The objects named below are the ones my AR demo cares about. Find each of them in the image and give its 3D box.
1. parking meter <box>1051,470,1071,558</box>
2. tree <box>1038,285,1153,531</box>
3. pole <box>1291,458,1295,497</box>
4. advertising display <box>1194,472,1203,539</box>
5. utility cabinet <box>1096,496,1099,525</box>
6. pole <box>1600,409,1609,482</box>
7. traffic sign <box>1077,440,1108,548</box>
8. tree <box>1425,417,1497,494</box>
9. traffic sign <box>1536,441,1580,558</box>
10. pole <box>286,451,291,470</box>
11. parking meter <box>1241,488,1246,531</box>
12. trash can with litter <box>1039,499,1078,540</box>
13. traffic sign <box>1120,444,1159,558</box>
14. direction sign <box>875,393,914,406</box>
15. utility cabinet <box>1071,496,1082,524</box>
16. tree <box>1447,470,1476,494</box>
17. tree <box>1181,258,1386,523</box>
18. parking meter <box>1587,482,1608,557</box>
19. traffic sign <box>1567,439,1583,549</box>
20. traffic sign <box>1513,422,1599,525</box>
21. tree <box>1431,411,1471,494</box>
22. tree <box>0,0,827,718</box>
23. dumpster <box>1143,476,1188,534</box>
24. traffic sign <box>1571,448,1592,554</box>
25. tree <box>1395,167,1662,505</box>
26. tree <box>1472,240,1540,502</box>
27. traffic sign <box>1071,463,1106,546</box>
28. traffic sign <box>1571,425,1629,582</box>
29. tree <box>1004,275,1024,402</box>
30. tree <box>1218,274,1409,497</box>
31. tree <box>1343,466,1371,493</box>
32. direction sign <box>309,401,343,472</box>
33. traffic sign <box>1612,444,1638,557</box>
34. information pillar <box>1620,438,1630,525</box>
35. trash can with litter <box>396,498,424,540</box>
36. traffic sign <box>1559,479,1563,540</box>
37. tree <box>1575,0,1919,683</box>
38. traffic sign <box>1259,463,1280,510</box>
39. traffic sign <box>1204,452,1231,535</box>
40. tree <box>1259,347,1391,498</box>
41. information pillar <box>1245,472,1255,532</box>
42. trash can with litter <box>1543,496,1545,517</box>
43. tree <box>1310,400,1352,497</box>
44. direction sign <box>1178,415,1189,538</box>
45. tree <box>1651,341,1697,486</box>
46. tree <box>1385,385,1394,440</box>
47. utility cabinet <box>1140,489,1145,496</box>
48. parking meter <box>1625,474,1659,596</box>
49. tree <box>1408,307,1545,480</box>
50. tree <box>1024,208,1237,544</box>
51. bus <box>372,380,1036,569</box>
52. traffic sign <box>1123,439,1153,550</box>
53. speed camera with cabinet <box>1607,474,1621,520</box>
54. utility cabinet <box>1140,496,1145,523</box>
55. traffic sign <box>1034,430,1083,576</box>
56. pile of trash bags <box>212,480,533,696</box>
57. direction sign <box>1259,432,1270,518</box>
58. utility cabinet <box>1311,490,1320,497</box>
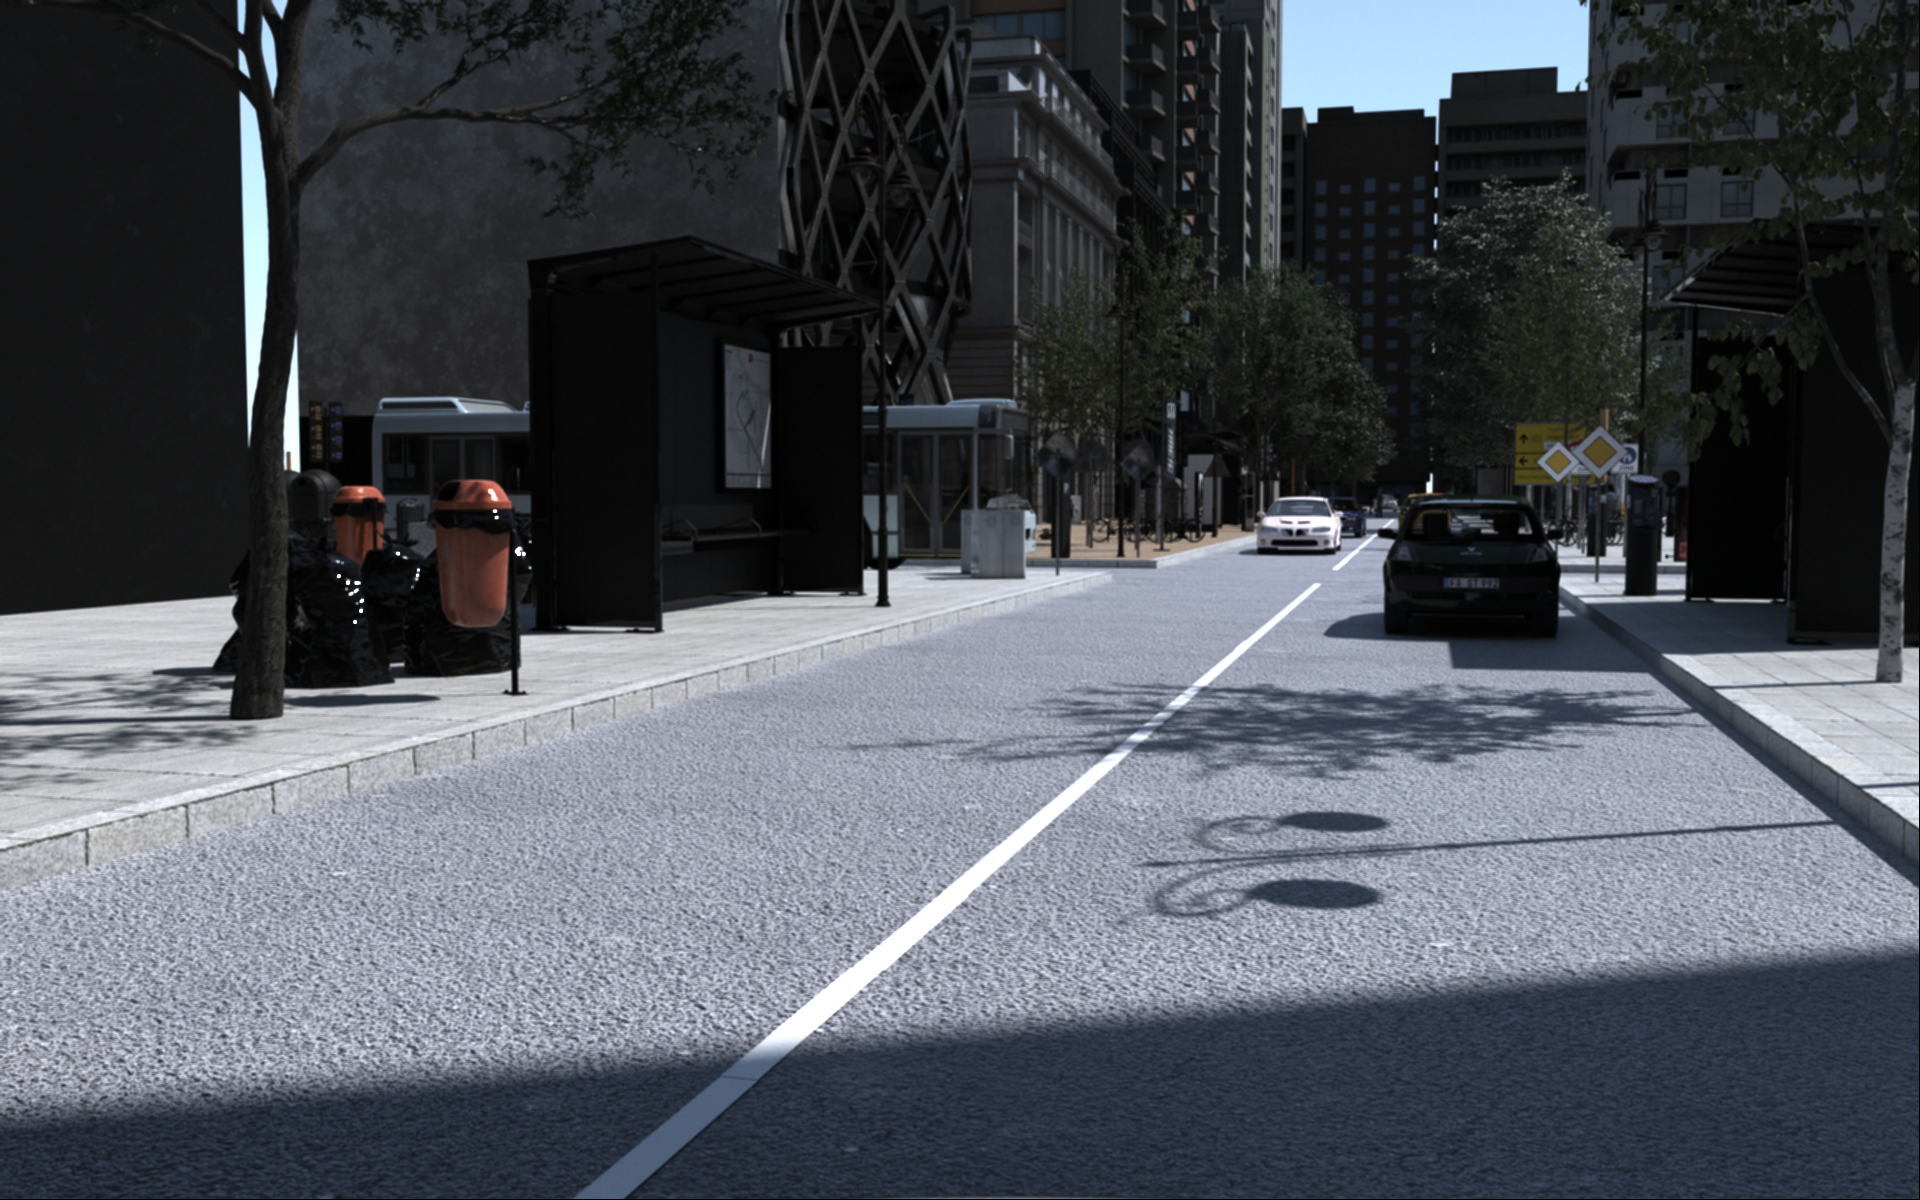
[{"bbox_3d":[2.024,-1.772,34.685,0.255,1.863,0.399,2,4,33],"label":"parking meter"},{"bbox_3d":[4.703,-6.733,60.447,4.360,8.622,3.978,0,3,0],"label":"tree"},{"bbox_3d":[19.004,-6.422,98.839,0.158,3.312,0.155,0,3,0],"label":"pole"},{"bbox_3d":[6.931,-2.755,50.263,0.123,1.923,0.974,1,4,15],"label":"advertising display"},{"bbox_3d":[5.620,-3.722,72.013,0.306,1.237,1.020,0,4,4],"label":"utility cabinet"},{"bbox_3d":[15.396,-2.914,41.488,0.158,3.312,0.155,0,3,0],"label":"pole"},{"bbox_3d":[3.100,-2.494,40.887,0.768,2.556,0.104,1,4,21],"label":"traffic sign"},{"bbox_3d":[44.431,-13.338,152.495,7.601,10.594,8.767,3,4,37],"label":"tree"},{"bbox_3d":[11.320,-1.785,32.832,0.795,2.450,0.064,1,4,15],"label":"traffic sign"},{"bbox_3d":[-32.082,-5.443,82.830,0.158,3.312,0.155,0,3,0],"label":"pole"},{"bbox_3d":[9.962,-3.163,60.126,0.372,1.533,0.369,0,3,0],"label":"parking meter"},{"bbox_3d":[2.761,-2.293,48.879,1.055,1.170,0.624,-3,5,-42],"label":"trash can with litter"},{"bbox_3d":[3.601,-1.912,34.911,0.795,2.450,0.064,1,4,15],"label":"traffic sign"},{"bbox_3d":[-1.474,-2.885,39.162,0.876,3.537,0.379,-1,4,-15],"label":"direction sign"},{"bbox_3d":[4.739,-3.796,73.227,0.306,1.237,1.020,3,4,38],"label":"utility cabinet"},{"bbox_3d":[35.228,-7.722,120.852,1.663,3.219,1.824,0,3,0],"label":"tree"},{"bbox_3d":[13.313,-9.246,76.922,9.928,11.665,9.643,0,3,0],"label":"tree"},{"bbox_3d":[13.076,-1.660,35.545,0.372,1.533,0.369,0,3,0],"label":"parking meter"},{"bbox_3d":[14.486,-2.467,40.440,0.768,2.556,0.104,1,4,17],"label":"traffic sign"},{"bbox_3d":[16.873,-3.379,49.117,2.265,3.308,0.079,1,4,23],"label":"traffic sign"},{"bbox_3d":[41.657,-13.250,142.396,9.928,11.665,9.643,0,3,0],"label":"tree"},{"bbox_3d":[-3.700,-4.603,9.676,7.601,10.594,8.767,-1,4,-10],"label":"tree"},{"bbox_3d":[6.648,-3.080,56.122,1.264,1.857,1.865,1,4,15],"label":"dumpster"},{"bbox_3d":[13.416,-2.146,37.220,0.606,2.300,0.079,1,4,22],"label":"traffic sign"},{"bbox_3d":[22.008,-9.825,67.293,9.857,13.997,8.962,0,3,0],"label":"tree"},{"bbox_3d":[16.282,-5.815,45.437,4.737,8.622,4.395,0,3,0],"label":"tree"},{"bbox_3d":[3.127,-2.589,42.338,0.884,2.594,0.081,2,4,24],"label":"traffic sign"},{"bbox_3d":[9.256,-1.313,25.118,0.795,2.450,0.064,1,4,15],"label":"traffic sign"},{"bbox_3d":[3.227,-6.401,55.015,4.737,8.622,4.395,0,3,0],"label":"tree"},{"bbox_3d":[17.988,-10.599,90.300,9.611,12.733,9.660,0,3,0],"label":"tree"},{"bbox_3d":[41.510,-12.158,182.498,4.285,4.588,4.351,0,3,0],"label":"tree"},{"bbox_3d":[-15.509,-3.085,42.431,0.379,3.537,0.876,3,4,39],"label":"direction sign"},{"bbox_3d":[13.466,-2.012,35.033,0.606,2.300,0.079,1,4,15],"label":"traffic sign"},{"bbox_3d":[27.665,-4.933,72.009,0.504,3.616,0.183,-2,4,-33],"label":"information pillar"},{"bbox_3d":[-8.902,-1.115,29.290,1.678,1.210,2.233,2,4,33],"label":"trash can with litter"},{"bbox_3d":[16.884,-2.970,48.662,0.768,2.556,0.104,2,4,24],"label":"traffic sign"},{"bbox_3d":[6.389,-3.759,11.823,4.737,8.622,4.395,0,3,0],"label":"tree"},{"bbox_3d":[12.608,-4.320,70.629,0.884,2.594,0.081,2,4,23],"label":"traffic sign"},{"bbox_3d":[7.973,-3.286,53.723,0.884,2.594,0.081,2,4,25],"label":"traffic sign"},{"bbox_3d":[21.911,-11.602,107.813,7.486,12.596,7.792,0,3,0],"label":"tree"},{"bbox_3d":[9.867,-3.330,58.935,0.304,2.012,0.304,1,4,11],"label":"information pillar"},{"bbox_3d":[30.152,-4.790,89.704,0.624,1.170,1.055,1,4,21],"label":"trash can with litter"},{"bbox_3d":[25.611,-10.329,119.236,4.360,8.622,3.978,0,3,0],"label":"tree"},{"bbox_3d":[6.451,-3.559,50.193,0.379,3.537,0.876,-1,4,-10],"label":"direction sign"},{"bbox_3d":[34.497,-7.977,80.788,4.360,8.622,3.978,0,3,0],"label":"tree"},{"bbox_3d":[28.230,-12.413,128.700,9.928,11.665,9.643,0,3,0],"label":"tree"},{"bbox_3d":[8.418,-4.221,77.691,0.318,1.500,1.173,3,5,44],"label":"utility cabinet"},{"bbox_3d":[8.620,-0.824,21.886,0.372,1.533,0.369,0,3,0],"label":"parking meter"},{"bbox_3d":[31.605,-11.492,104.901,9.611,12.733,9.660,0,3,0],"label":"tree"},{"bbox_3d":[4.880,-5.750,44.368,4.737,8.622,4.395,0,3,0],"label":"tree"},{"bbox_3d":[-4.430,-2.290,32.299,13.247,3.499,2.948,1,4,16],"label":"bus"},{"bbox_3d":[4.079,-2.440,39.994,0.768,2.556,0.104,2,4,25],"label":"traffic sign"},{"bbox_3d":[30.910,-5.281,80.684,2.038,3.252,0.660,-3,4,-38],"label":"speed camera with cabinet"},{"bbox_3d":[8.376,-3.979,76.210,1.020,1.237,0.306,-1,4,-21],"label":"utility cabinet"},{"bbox_3d":[1.538,-1.441,27.196,0.795,2.450,0.064,1,4,15],"label":"traffic sign"},{"bbox_3d":[-3.886,-0.141,12.064,1.912,1.369,3.447,-3,4,-37],"label":"pile of trash bags"},{"bbox_3d":[11.193,-4.386,63.700,0.379,3.537,0.876,2,4,33],"label":"direction sign"},{"bbox_3d":[21.859,-6.031,107.285,0.318,1.500,1.173,3,5,41],"label":"utility cabinet"}]
